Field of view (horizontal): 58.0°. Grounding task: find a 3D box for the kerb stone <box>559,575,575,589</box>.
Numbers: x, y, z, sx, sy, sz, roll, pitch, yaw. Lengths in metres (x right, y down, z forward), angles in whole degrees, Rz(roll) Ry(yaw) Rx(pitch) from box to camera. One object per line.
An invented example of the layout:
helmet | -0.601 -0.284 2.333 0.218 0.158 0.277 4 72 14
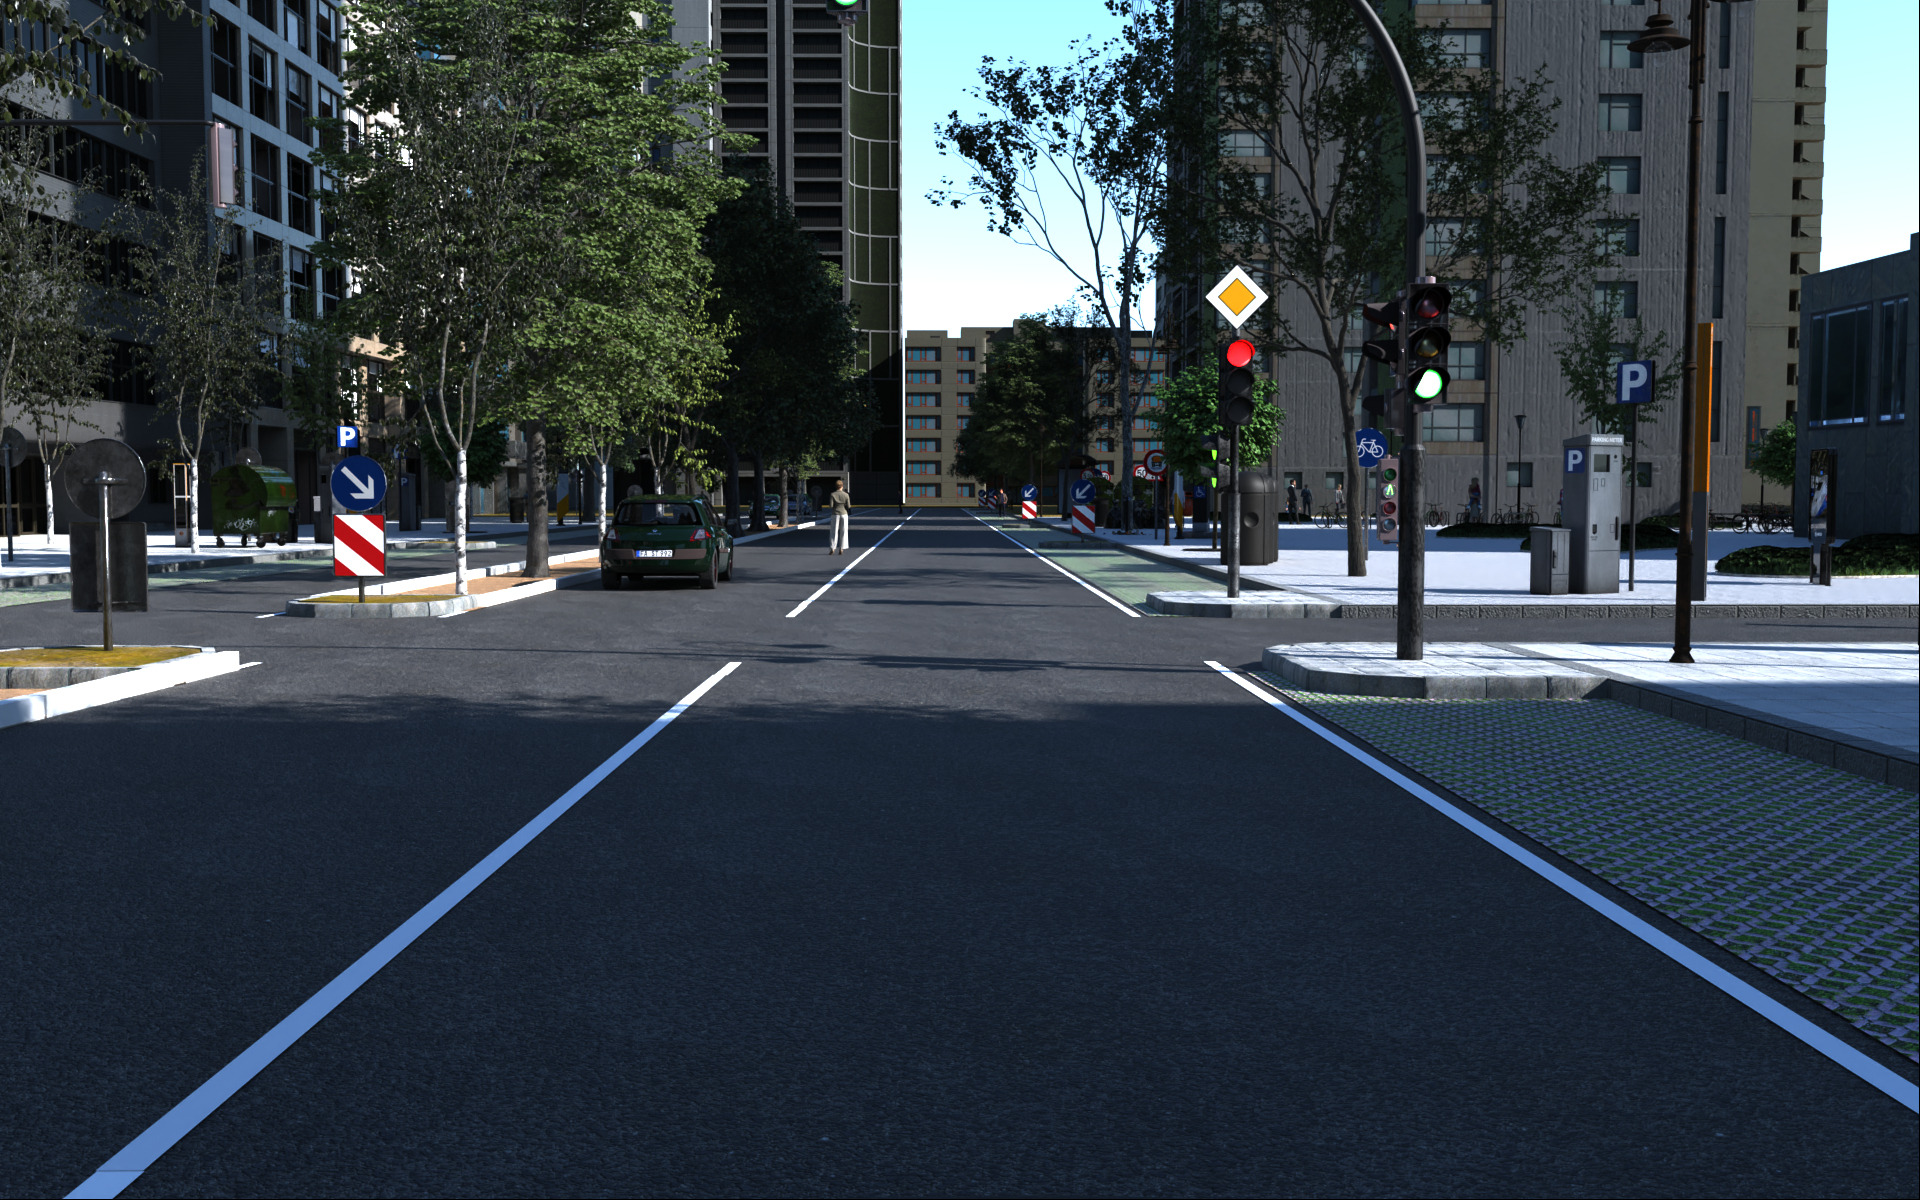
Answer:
kerb stone | -6.096 -0.260 26.482 0.120 0.150 1.000 0 4 -1

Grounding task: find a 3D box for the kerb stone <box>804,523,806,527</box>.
kerb stone | -6.677 -3.086 72.657 0.120 0.150 1.000 0 4 -1

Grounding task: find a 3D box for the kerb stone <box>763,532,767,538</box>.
kerb stone | -6.475 -2.082 56.243 0.120 0.150 1.000 0 4 -1

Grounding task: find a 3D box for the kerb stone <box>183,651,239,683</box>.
kerb stone | -5.934 0.524 13.627 0.120 0.150 1.000 0 4 -1

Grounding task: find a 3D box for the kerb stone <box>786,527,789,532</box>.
kerb stone | -6.579 -2.584 64.447 0.120 0.150 1.000 0 4 -1

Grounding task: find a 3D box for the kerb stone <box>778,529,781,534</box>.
kerb stone | -6.543 -2.396 61.366 0.120 0.150 1.000 0 4 -1

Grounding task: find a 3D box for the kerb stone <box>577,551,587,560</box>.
kerb stone | -8.343 -0.952 37.755 0.120 0.150 1.000 0 4 -1

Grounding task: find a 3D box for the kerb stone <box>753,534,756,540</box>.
kerb stone | -6.440 -1.894 53.165 0.120 0.150 1.000 0 4 -1

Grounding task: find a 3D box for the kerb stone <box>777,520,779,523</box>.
kerb stone | -8.909 -3.714 82.924 0.120 0.150 1.000 0 4 -1

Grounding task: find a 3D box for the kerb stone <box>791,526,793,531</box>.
kerb stone | -6.603 -2.710 66.506 0.120 0.150 1.000 0 4 -1

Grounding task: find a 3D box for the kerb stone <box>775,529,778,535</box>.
kerb stone | -6.527 -2.333 60.341 0.120 0.150 1.000 0 4 -1

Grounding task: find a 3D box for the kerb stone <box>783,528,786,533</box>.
kerb stone | -6.562 -2.521 63.421 0.120 0.150 1.000 0 4 -1

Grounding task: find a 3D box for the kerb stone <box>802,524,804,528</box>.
kerb stone | -6.664 -3.014 71.636 0.120 0.150 1.000 0 4 -1

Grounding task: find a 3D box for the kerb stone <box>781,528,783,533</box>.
kerb stone | -6.558 -2.459 62.399 0.120 0.150 1.000 0 4 -1

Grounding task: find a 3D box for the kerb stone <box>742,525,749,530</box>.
kerb stone | -8.757 -2.961 70.615 0.120 0.150 1.000 0 4 -1

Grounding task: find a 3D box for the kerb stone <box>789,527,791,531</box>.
kerb stone | -6.587 -2.647 65.481 0.120 0.150 1.000 0 4 -1

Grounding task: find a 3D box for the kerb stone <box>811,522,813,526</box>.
kerb stone | -6.742 -3.334 76.753 0.120 0.150 1.000 0 4 -1

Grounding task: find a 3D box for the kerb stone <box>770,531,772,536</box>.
kerb stone | -6.508 -2.208 58.295 0.120 0.150 1.000 0 4 -1

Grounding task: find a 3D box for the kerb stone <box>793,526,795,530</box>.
kerb stone | -6.617 -2.773 67.533 0.120 0.150 1.000 0 4 -1

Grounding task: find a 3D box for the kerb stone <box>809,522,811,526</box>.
kerb stone | -6.722 -3.273 75.731 0.120 0.150 1.000 0 4 -1

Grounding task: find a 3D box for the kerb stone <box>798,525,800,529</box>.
kerb stone | -6.642 -2.895 69.591 0.120 0.150 1.000 0 4 -1

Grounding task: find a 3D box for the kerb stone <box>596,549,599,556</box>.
kerb stone | -8.367 -1.077 39.803 0.120 0.150 1.000 0 4 -1

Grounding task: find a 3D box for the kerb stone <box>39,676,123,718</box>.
kerb stone | -5.910 0.652 11.580 0.120 0.150 1.000 0 4 -1

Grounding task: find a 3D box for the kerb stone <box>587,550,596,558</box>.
kerb stone | -8.359 -1.014 38.780 0.120 0.150 1.000 0 4 -1

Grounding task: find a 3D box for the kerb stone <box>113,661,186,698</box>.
kerb stone | -5.930 0.587 12.602 0.120 0.150 1.000 0 4 -1

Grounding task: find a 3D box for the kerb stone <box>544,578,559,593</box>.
kerb stone | -6.100 -0.200 25.459 0.120 0.150 1.000 0 4 -1

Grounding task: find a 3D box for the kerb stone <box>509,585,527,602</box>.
kerb stone | -6.062 -0.075 23.415 0.120 0.150 1.000 0 4 -1

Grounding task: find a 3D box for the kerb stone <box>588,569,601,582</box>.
kerb stone | -6.122 -0.383 28.544 0.120 0.150 1.000 0 4 -1

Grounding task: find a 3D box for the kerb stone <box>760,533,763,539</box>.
kerb stone | -6.468 -2.020 55.216 0.120 0.150 1.000 0 4 -1

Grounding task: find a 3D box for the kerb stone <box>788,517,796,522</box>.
kerb stone | -9.036 -4.340 93.197 0.120 0.150 1.000 0 4 -1

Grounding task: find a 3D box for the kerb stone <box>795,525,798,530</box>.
kerb stone | -6.627 -2.836 68.565 0.120 0.150 1.000 0 4 -1

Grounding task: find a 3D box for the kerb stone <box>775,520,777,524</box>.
kerb stone | -8.893 -3.652 81.898 0.120 0.150 1.000 0 4 -1

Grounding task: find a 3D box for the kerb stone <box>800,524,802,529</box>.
kerb stone | -6.655 -2.961 70.613 0.120 0.150 1.000 0 4 -1

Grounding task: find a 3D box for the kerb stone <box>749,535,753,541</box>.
kerb stone | -6.421 -1.831 52.129 0.120 0.150 1.000 0 4 -1

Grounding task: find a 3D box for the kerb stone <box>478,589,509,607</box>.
kerb stone | -6.052 -0.012 22.393 0.120 0.150 1.000 0 4 -1

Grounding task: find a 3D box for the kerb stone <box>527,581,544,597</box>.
kerb stone | -6.078 -0.132 24.438 0.120 0.150 1.000 0 4 -1

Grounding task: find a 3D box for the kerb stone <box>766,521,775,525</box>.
kerb stone | -8.876 -3.589 80.876 0.120 0.150 1.000 0 4 -1

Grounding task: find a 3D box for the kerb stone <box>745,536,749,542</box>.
kerb stone | -6.415 -1.768 51.103 0.120 0.150 1.000 0 4 -1

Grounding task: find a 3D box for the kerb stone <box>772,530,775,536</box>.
kerb stone | -6.514 -2.270 59.318 0.120 0.150 1.000 0 4 -1

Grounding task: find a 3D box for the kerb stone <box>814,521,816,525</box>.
kerb stone | -6.749 -3.455 78.798 0.120 0.150 1.000 0 4 -1

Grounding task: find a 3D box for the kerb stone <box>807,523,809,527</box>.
kerb stone | -6.708 -3.209 74.708 0.120 0.150 1.000 0 4 -1

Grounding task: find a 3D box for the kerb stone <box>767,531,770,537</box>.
kerb stone | -6.485 -2.145 57.272 0.120 0.150 1.000 0 4 -1

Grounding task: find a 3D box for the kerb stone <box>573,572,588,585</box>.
kerb stone | -6.114 -0.325 27.507 0.120 0.150 1.000 0 4 -1

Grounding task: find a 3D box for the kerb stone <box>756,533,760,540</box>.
kerb stone | -6.452 -1.957 54.194 0.120 0.150 1.000 0 4 -1

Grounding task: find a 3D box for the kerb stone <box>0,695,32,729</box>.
kerb stone | -5.900 0.712 10.558 0.120 0.150 1.000 0 4 -1

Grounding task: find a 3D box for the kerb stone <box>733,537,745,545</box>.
kerb stone | -6.399 -1.706 50.081 0.120 0.150 1.000 0 4 -1
